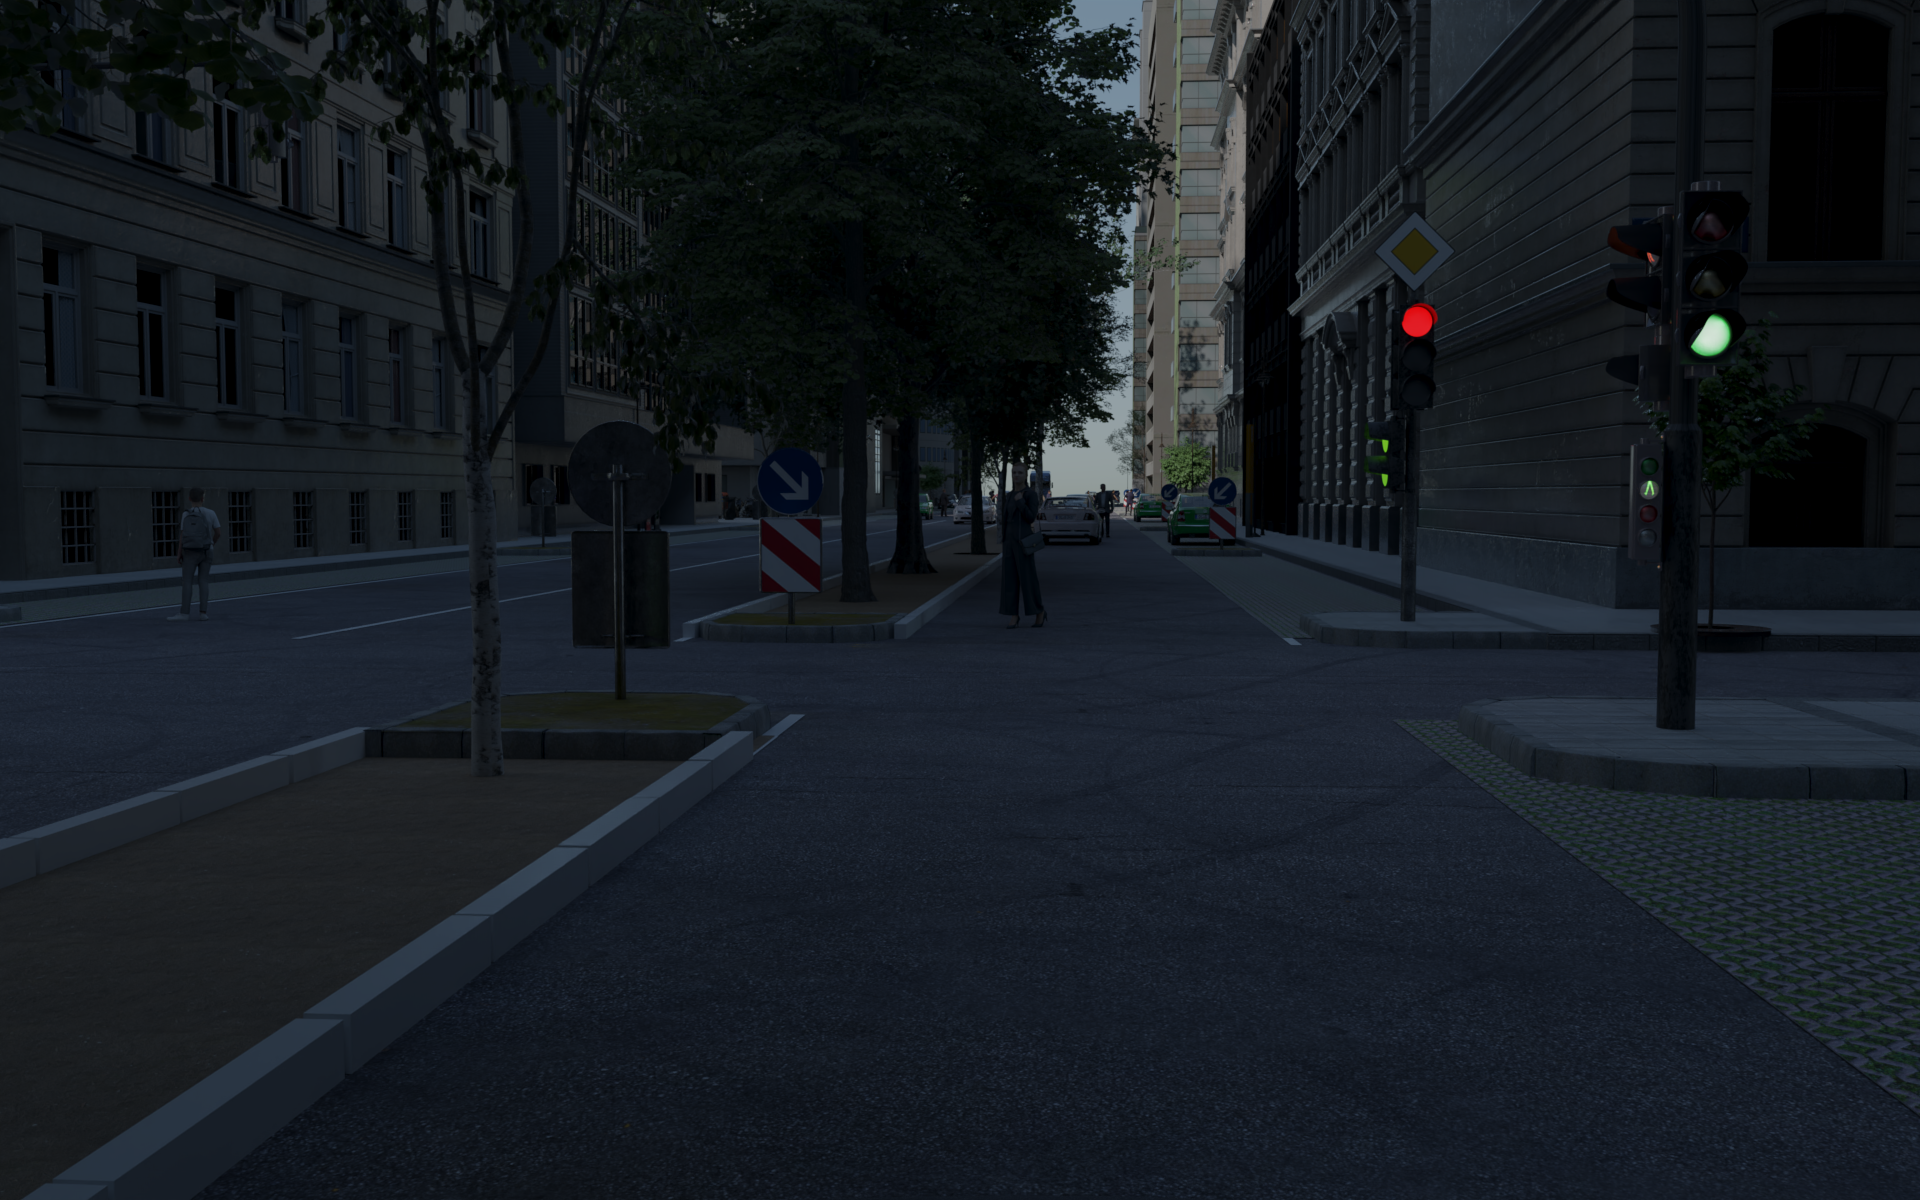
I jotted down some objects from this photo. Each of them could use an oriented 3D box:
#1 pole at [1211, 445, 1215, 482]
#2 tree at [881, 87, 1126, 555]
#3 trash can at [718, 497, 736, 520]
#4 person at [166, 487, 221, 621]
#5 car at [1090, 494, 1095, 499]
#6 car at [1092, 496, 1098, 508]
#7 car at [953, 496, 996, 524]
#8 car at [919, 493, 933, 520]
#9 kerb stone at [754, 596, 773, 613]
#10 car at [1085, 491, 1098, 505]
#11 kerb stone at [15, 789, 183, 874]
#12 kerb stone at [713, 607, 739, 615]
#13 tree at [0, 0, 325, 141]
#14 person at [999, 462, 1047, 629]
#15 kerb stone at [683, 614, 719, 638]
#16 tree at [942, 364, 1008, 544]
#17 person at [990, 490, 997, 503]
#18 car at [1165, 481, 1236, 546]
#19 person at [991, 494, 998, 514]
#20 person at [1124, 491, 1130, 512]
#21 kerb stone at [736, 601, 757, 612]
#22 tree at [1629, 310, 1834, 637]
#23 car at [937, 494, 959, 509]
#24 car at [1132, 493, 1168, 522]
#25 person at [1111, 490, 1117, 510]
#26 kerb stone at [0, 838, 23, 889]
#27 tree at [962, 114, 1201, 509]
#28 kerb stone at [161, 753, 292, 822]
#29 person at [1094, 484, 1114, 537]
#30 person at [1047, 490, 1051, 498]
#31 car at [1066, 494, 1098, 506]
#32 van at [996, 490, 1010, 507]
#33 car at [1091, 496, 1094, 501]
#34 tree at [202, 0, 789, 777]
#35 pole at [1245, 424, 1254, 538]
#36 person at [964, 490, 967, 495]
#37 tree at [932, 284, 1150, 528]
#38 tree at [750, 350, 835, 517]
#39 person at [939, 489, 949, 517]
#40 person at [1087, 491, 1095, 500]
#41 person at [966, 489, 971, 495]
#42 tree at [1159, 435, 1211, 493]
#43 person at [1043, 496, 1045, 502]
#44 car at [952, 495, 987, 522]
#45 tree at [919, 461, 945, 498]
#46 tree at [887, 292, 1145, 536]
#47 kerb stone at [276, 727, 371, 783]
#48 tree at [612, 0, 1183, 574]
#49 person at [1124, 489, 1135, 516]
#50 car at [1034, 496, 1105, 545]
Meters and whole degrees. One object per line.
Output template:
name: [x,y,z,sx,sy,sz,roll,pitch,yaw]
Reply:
pole: [10.601,-4.812,72.518,0.158,3.312,0.155,0,3,0]
tree: [0.332,-6.872,40.563,9.928,11.665,9.643,0,3,0]
trash can: [-11.412,-4.525,85.631,0.748,1.137,0.748,0,3,0]
person: [-8.671,-0.521,19.617,0.523,1.515,0.503,1,4,14]
car: [15.646,-12.340,211.982,2.015,1.641,3.980,0,4,5]
car: [7.758,-5.870,108.550,1.945,1.354,3.894,0,4,6]
car: [0.740,-4.348,83.448,2.083,1.381,4.827,0,4,5]
car: [-2.471,-5.394,96.980,1.959,1.807,4.718,0,4,2]
kerb stone: [-2.425,0.087,20.768,0.120,0.150,1.000,0,4,4]
car: [17.677,-13.754,233.548,2.281,1.827,5.304,0,4,4]
kerb stone: [-3.462,0.933,6.976,0.120,0.150,1.000,0,4,4]
kerb stone: [-2.581,0.212,18.726,0.120,0.150,1.000,0,4,4]
tree: [-2.686,-4.990,2.165,7.486,12.596,7.792,0,3,0]
person: [0.652,-0.589,18.557,0.576,1.772,0.534,2,4,29]
kerb stone: [-2.657,0.277,17.702,0.120,0.150,1.000,0,4,4]
tree: [1.097,-5.899,49.262,4.737,8.622,4.395,0,3,0]
person: [2.725,-7.863,137.776,0.721,1.736,1.217,-2,4,-29]
car: [6.851,-2.481,49.366,1.959,1.807,4.718,0,4,4]
person: [2.794,-7.006,123.763,1.217,1.743,0.721,1,4,11]
person: [13.590,-7.962,139.508,0.721,1.723,1.217,-2,4,-35]
kerb stone: [-2.500,0.150,19.749,0.120,0.150,1.000,0,4,4]
tree: [7.076,-1.302,15.896,1.663,3.219,1.824,0,3,0]
car: [-1.056,-8.939,155.940,2.009,1.686,4.222,0,4,4]
car: [9.849,-4.893,88.788,1.959,1.807,4.718,0,4,3]
person: [13.505,-8.793,152.276,0.705,1.822,1.348,-1,4,-16]
kerb stone: [-3.540,0.993,5.957,0.120,0.150,1.000,0,4,4]
tree: [5.139,-13.908,85.745,12.611,20.169,13.585,0,3,0]
kerb stone: [-3.388,0.868,7.996,0.120,0.150,1.000,0,4,4]
person: [4.723,-2.932,56.837,0.661,1.777,0.834,0,4,-1]
person: [6.471,-7.128,125.955,0.530,1.710,0.541,0,4,-4]
car: [5.995,-4.635,87.579,2.131,1.459,4.920,0,4,5]
van: [4.847,-11.233,190.676,2.013,2.044,4.112,0,4,3]
car: [7.138,-5.522,102.280,2.014,1.417,4.499,0,4,6]
tree: [-2.401,-3.393,8.292,4.360,8.622,3.978,0,3,0]
pole: [8.508,-3.488,50.865,0.158,3.312,0.155,0,3,0]
person: [0.620,-8.406,146.653,0.721,1.743,1.217,1,4,18]
tree: [2.741,-9.783,72.772,12.009,13.543,11.850,0,3,0]
tree: [-9.718,-9.404,88.174,8.767,10.594,7.601,-3,5,-43]
person: [-0.978,-6.151,109.625,0.434,1.755,0.990,-3,4,-37]
person: [11.080,-8.540,148.843,1.217,1.735,0.721,-2,4,-28]
person: [0.769,-8.119,141.332,1.350,1.814,0.705,-2,4,-34]
tree: [12.726,-6.933,97.070,4.285,4.588,4.351,0,3,0]
person: [4.533,-5.599,100.056,0.705,1.823,1.348,-3,4,-36]
car: [0.626,-4.811,90.656,2.014,1.417,4.499,0,4,2]
tree: [-3.031,-11.386,169.869,4.285,4.588,4.351,0,3,0]
tree: [1.291,-7.253,55.463,8.767,10.594,7.601,0,4,4]
kerb stone: [-3.303,0.806,9.028,0.120,0.150,1.000,0,4,4]
tree: [-0.913,-6.806,30.745,9.611,12.733,9.660,0,3,0]
person: [11.048,-6.371,113.118,0.683,1.767,0.568,0,4,-2]
car: [3.153,-2.314,50.193,2.083,1.381,4.827,0,4,6]
